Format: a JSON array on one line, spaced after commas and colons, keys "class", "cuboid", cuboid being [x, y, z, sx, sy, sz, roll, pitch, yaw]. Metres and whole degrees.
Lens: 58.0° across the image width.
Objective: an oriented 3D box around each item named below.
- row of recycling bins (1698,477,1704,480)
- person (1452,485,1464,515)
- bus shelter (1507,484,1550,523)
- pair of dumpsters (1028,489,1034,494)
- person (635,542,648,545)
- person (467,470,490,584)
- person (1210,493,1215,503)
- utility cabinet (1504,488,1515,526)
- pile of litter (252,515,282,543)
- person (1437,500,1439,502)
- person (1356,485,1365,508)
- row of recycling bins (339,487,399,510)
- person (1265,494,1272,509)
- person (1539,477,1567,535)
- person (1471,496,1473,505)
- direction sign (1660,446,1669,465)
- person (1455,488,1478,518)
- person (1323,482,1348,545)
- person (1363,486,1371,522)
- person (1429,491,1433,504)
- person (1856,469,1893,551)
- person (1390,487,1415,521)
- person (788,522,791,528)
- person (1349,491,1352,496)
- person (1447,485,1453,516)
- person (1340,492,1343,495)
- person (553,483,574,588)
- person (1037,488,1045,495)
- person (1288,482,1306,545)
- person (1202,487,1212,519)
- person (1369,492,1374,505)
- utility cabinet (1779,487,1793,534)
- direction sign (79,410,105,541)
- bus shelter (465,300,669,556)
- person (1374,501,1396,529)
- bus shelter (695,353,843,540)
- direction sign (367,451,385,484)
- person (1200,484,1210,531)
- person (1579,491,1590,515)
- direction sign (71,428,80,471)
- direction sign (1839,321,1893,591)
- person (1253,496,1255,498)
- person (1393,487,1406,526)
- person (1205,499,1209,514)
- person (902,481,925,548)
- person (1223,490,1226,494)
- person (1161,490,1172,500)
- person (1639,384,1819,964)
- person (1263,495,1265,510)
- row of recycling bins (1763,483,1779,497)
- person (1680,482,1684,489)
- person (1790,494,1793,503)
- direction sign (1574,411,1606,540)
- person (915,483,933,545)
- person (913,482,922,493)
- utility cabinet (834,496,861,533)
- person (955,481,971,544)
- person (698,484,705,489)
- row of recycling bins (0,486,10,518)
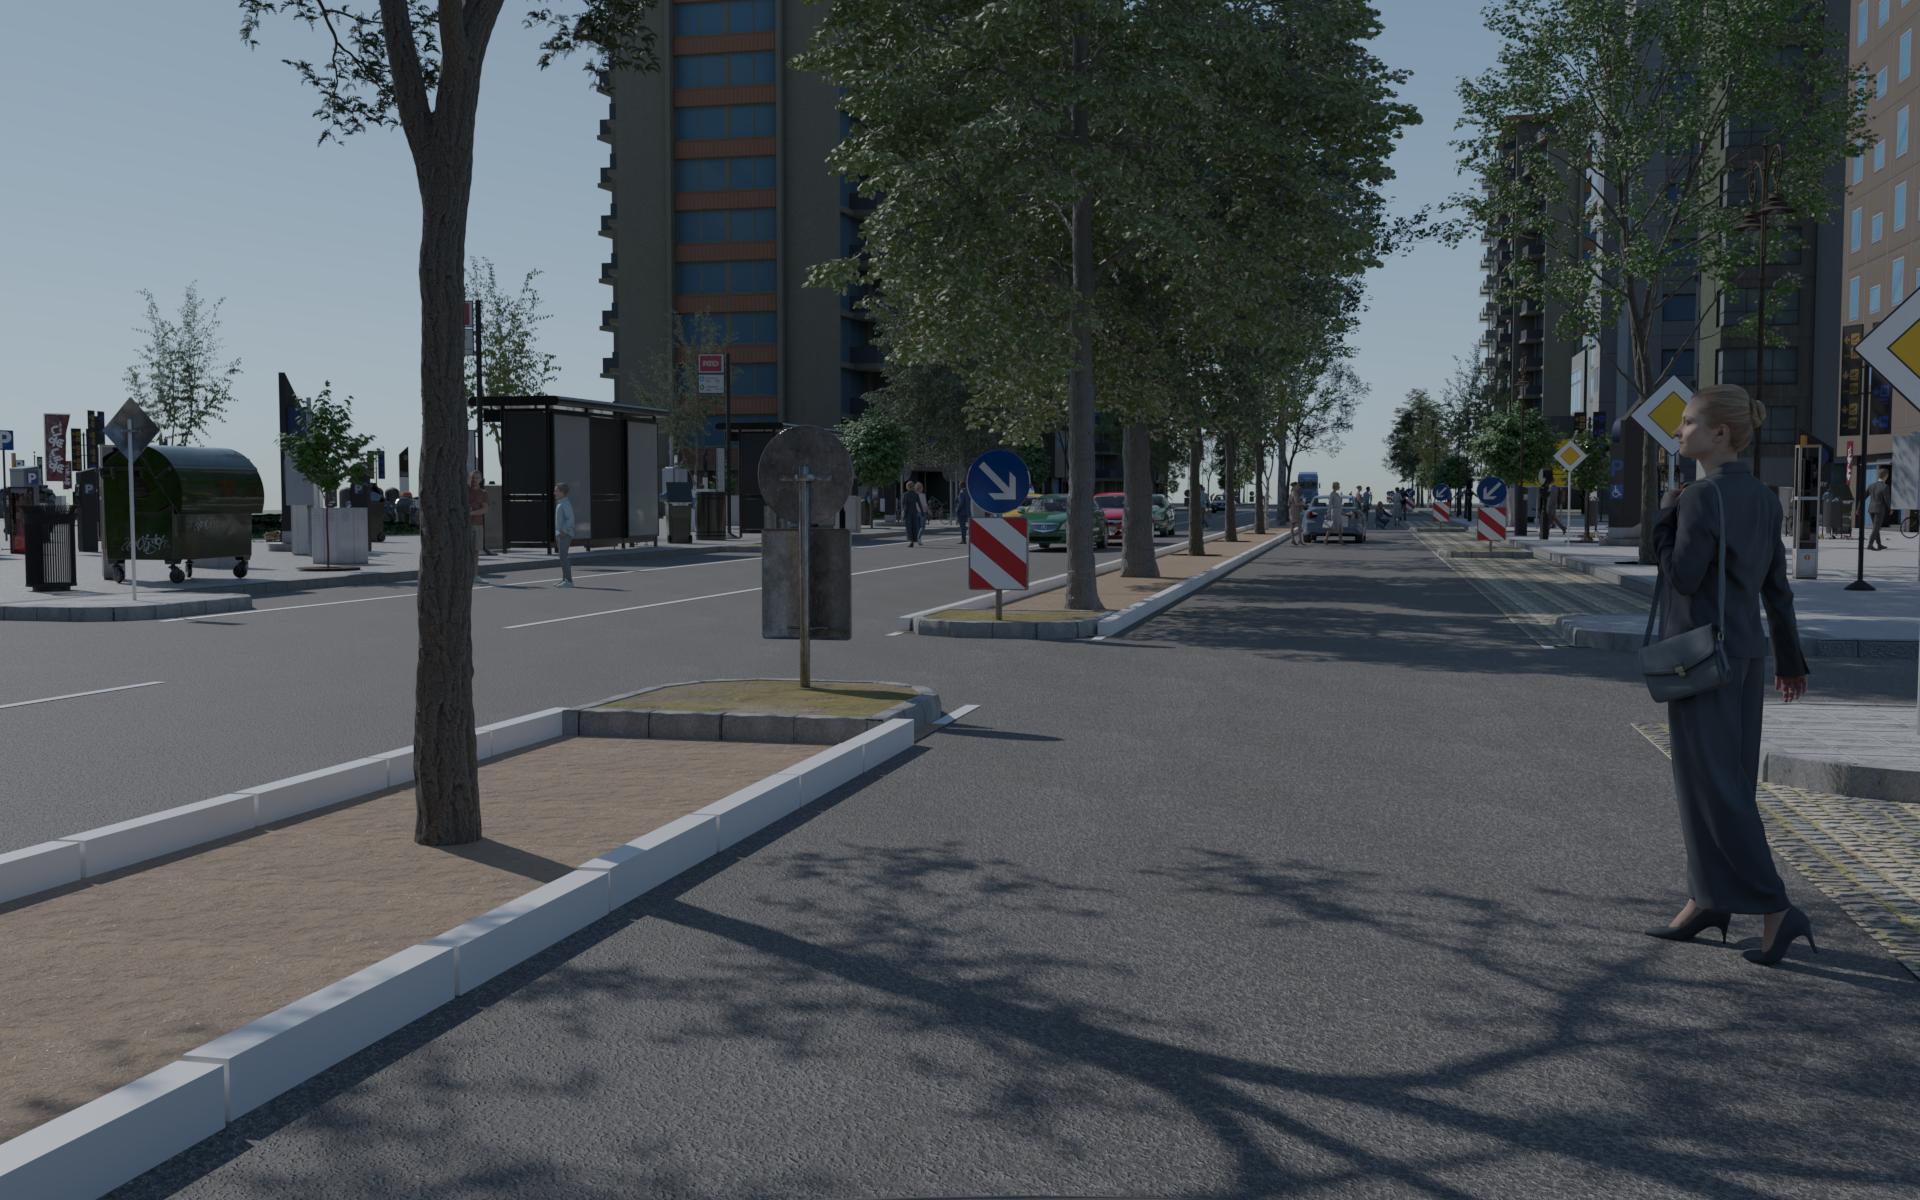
[{"class": "row of recycling bins", "cuboid": [17.214, -1.963, 39.208, 1.069, 1.692, 3.534, 2, 4, 32]}, {"class": "person", "cuboid": [30.270, -6.057, 105.155, 0.705, 1.814, 1.350, -1, 4, -13]}, {"class": "bus shelter", "cuboid": [24.801, -4.974, 75.255, 2.014, 3.302, 5.546, 1, 4, 13]}, {"class": "pair of dumpsters", "cuboid": [2.868, -5.551, 93.249, 1.574, 2.255, 4.437, 1, 4, 13]}, {"class": "person", "cuboid": [-8.136, -2.238, 43.646, 0.512, 1.701, 0.522, -1, 4, -13]}, {"class": "person", "cuboid": [-7.824, -1.167, 27.562, 0.573, 1.828, 0.580, 1, 4, 15]}, {"class": "person", "cuboid": [36.648, -14.816, 251.509, 0.697, 1.427, 0.421, 2, 4, 33]}, {"class": "utility cabinet", "cuboid": [21.664, -3.637, 68.149, 0.318, 1.500, 1.173, 0, 4, 4]}, {"class": "pile of litter", "cuboid": [-18.181, -1.994, 46.563, 1.719, 0.858, 1.176, -2, 4, -30]}, {"class": "person", "cuboid": [66.669, -14.333, 241.120, 0.721, 1.736, 1.217, 0, 4, 5]}, {"class": "person", "cuboid": [16.000, -3.693, 69.228, 0.374, 1.781, 0.599, 0, 4, 1]}, {"class": "row of recycling bins", "cuboid": [-35.023, -5.847, 102.716, 3.534, 1.692, 1.069, -3, 4, -39]}, {"class": "person", "cuboid": [29.841, -9.774, 167.938, 0.705, 1.869, 1.348, -1, 4, -21]}, {"class": "person", "cuboid": [18.510, -2.937, 54.031, 0.822, 1.834, 0.622, 1, 4, 22]}, {"class": "person", "cuboid": [47.393, -9.457, 161.114, 0.568, 1.767, 0.683, 1, 4, 21]}, {"class": "direction sign", "cuboid": [24.545, -4.173, 60.232, 0.379, 3.537, 0.876, 0, 4, -4]}, {"class": "person", "cuboid": [27.052, -5.267, 92.236, 1.350, 1.814, 0.705, 1, 4, 10]}, {"class": "person", "cuboid": [10.493, -2.423, 48.462, 0.694, 1.780, 0.624, -3, 4, -36]}, {"class": "person", "cuboid": [20.733, -4.902, 88.662, 0.620, 1.820, 0.660, -1, 4, -16]}, {"class": "person", "cuboid": [62.909, -13.745, 231.719, 0.436, 1.711, 0.756, -1, 4, -16]}, {"class": "person", "cuboid": [20.812, -2.041, 39.197, 0.755, 1.850, 0.659, -1, 4, -19]}, {"class": "person", "cuboid": [23.773, -5.170, 93.039, 1.348, 1.822, 0.705, 2, 4, 29]}, {"class": "person", "cuboid": [-4.588, -1.945, 45.319, 0.382, 1.210, 0.505, 1, 4, 11]}, {"class": "person", "cuboid": [48.553, -12.614, 215.190, 0.568, 1.767, 0.683, -3, 5, -41]}, {"class": "person", "cuboid": [28.393, -5.765, 100.313, 0.705, 1.823, 1.348, 1, 4, 18]}, {"class": "person", "cuboid": [50.828, -13.581, 231.284, 1.217, 1.736, 0.721, -2, 4, -34]}, {"class": "person", "cuboid": [-6.128, -1.006, 26.762, 0.330, 1.601, 0.589, -1, 4, -13]}, {"class": "person", "cuboid": [6.189, -7.766, 133.699, 1.217, 1.739, 0.721, -1, 4, -18]}, {"class": "person", "cuboid": [9.429, -2.423, 48.464, 0.374, 1.781, 0.599, -1, 4, -14]}, {"class": "person", "cuboid": [10.746, -4.127, 76.463, 0.782, 1.767, 0.515, 1, 4, 20]}, {"class": "person", "cuboid": [52.169, -12.863, 219.533, 0.721, 1.743, 1.217, -1, 4, -14]}, {"class": "utility cabinet", "cuboid": [26.380, -2.843, 55.166, 0.318, 1.500, 1.173, 3, 4, 37]}, {"class": "direction sign", "cuboid": [-23.457, -3.371, 47.119, 0.379, 3.537, 0.876, 0, 4, 0]}, {"class": "bus shelter", "cuboid": [-9.169, -3.714, 38.352, 2.179, 5.291, 8.768, 1, 4, 13]}, {"class": "person", "cuboid": [17.185, -3.435, 70.159, 1.012, 1.151, 0.738, -2, 4, -30]}, {"class": "bus shelter", "cuboid": [-5.828, -4.546, 51.960, 2.179, 5.291, 8.768, 1, 4, 13]}, {"class": "direction sign", "cuboid": [-30.382, -6.005, 90.183, 0.876, 3.537, 0.379, -1, 4, -15]}, {"class": "person", "cuboid": [9.561, -3.646, 68.126, 0.620, 1.820, 0.660, 1, 4, 16]}, {"class": "person", "cuboid": [38.197, -6.134, 105.973, 1.348, 1.869, 0.705, -3, 5, -45]}, {"class": "direction sign", "cuboid": [-30.228, -4.148, 59.825, 0.379, 3.537, 0.876, 2, 4, 34]}, {"class": "direction sign", "cuboid": [12.016, -1.897, 23.018, 0.379, 3.537, 0.876, -1, 4, -15]}, {"class": "person", "cuboid": [32.156, -10.951, 187.691, 0.705, 1.807, 1.348, 3, 5, 40]}, {"class": "person", "cuboid": [19.956, -4.262, 78.751, 0.524, 1.755, 0.480, -3, 5, -44]}, {"class": "person", "cuboid": [17.844, -7.032, 126.654, 0.799, 1.438, 0.628, -2, 4, -30]}, {"class": "person", "cuboid": [-1.274, -2.299, 46.518, 0.576, 1.772, 0.534, -3, 5, -42]}, {"class": "person", "cuboid": [31.375, -12.147, 205.565, 0.541, 1.710, 0.530, -1, 4, -22]}, {"class": "person", "cuboid": [14.453, -6.936, 122.689, 1.217, 1.735, 0.721, 1, 4, 16]}, {"class": "person", "cuboid": [2.433, 0.213, 5.436, 0.534, 1.772, 0.576, 2, 4, 29]}, {"class": "person", "cuboid": [27.663, -8.930, 157.735, 0.697, 1.427, 0.421, -3, 4, -38]}, {"class": "row of recycling bins", "cuboid": [27.860, -3.327, 61.507, 3.534, 1.692, 1.069, -2, 4, -33]}, {"class": "person", "cuboid": [29.202, -3.890, 69.995, 0.623, 1.781, 0.721, 1, 4, 19]}, {"class": "person", "cuboid": [22.644, -2.480, 46.785, 0.583, 1.804, 0.606, -2, 4, -27]}, {"class": "direction sign", "cuboid": [17.308, -3.406, 47.686, 0.876, 3.537, 0.379, 3, 5, 42]}, {"class": "person", "cuboid": [-1.103, -2.406, 48.514, 0.731, 1.740, 0.598, 1, 4, 20]}, {"class": "person", "cuboid": [-2.050, -4.539, 80.068, 0.655, 1.846, 0.447, 0, 4, 7]}, {"class": "utility cabinet", "cuboid": [-3.783, -2.848, 57.732, 1.020, 1.237, 0.306, 2, 4, 33]}, {"class": "person", "cuboid": [0.093, -2.503, 49.600, 0.419, 1.800, 0.721, 1, 4, 16]}, {"class": "person", "cuboid": [-12.659, -4.835, 85.452, 0.716, 1.782, 0.532, -3, 5, -39]}, {"class": "row of recycling bins", "cuboid": [-49.849, -5.143, 91.200, 3.534, 1.692, 1.069, 1, 4, 15]}]
